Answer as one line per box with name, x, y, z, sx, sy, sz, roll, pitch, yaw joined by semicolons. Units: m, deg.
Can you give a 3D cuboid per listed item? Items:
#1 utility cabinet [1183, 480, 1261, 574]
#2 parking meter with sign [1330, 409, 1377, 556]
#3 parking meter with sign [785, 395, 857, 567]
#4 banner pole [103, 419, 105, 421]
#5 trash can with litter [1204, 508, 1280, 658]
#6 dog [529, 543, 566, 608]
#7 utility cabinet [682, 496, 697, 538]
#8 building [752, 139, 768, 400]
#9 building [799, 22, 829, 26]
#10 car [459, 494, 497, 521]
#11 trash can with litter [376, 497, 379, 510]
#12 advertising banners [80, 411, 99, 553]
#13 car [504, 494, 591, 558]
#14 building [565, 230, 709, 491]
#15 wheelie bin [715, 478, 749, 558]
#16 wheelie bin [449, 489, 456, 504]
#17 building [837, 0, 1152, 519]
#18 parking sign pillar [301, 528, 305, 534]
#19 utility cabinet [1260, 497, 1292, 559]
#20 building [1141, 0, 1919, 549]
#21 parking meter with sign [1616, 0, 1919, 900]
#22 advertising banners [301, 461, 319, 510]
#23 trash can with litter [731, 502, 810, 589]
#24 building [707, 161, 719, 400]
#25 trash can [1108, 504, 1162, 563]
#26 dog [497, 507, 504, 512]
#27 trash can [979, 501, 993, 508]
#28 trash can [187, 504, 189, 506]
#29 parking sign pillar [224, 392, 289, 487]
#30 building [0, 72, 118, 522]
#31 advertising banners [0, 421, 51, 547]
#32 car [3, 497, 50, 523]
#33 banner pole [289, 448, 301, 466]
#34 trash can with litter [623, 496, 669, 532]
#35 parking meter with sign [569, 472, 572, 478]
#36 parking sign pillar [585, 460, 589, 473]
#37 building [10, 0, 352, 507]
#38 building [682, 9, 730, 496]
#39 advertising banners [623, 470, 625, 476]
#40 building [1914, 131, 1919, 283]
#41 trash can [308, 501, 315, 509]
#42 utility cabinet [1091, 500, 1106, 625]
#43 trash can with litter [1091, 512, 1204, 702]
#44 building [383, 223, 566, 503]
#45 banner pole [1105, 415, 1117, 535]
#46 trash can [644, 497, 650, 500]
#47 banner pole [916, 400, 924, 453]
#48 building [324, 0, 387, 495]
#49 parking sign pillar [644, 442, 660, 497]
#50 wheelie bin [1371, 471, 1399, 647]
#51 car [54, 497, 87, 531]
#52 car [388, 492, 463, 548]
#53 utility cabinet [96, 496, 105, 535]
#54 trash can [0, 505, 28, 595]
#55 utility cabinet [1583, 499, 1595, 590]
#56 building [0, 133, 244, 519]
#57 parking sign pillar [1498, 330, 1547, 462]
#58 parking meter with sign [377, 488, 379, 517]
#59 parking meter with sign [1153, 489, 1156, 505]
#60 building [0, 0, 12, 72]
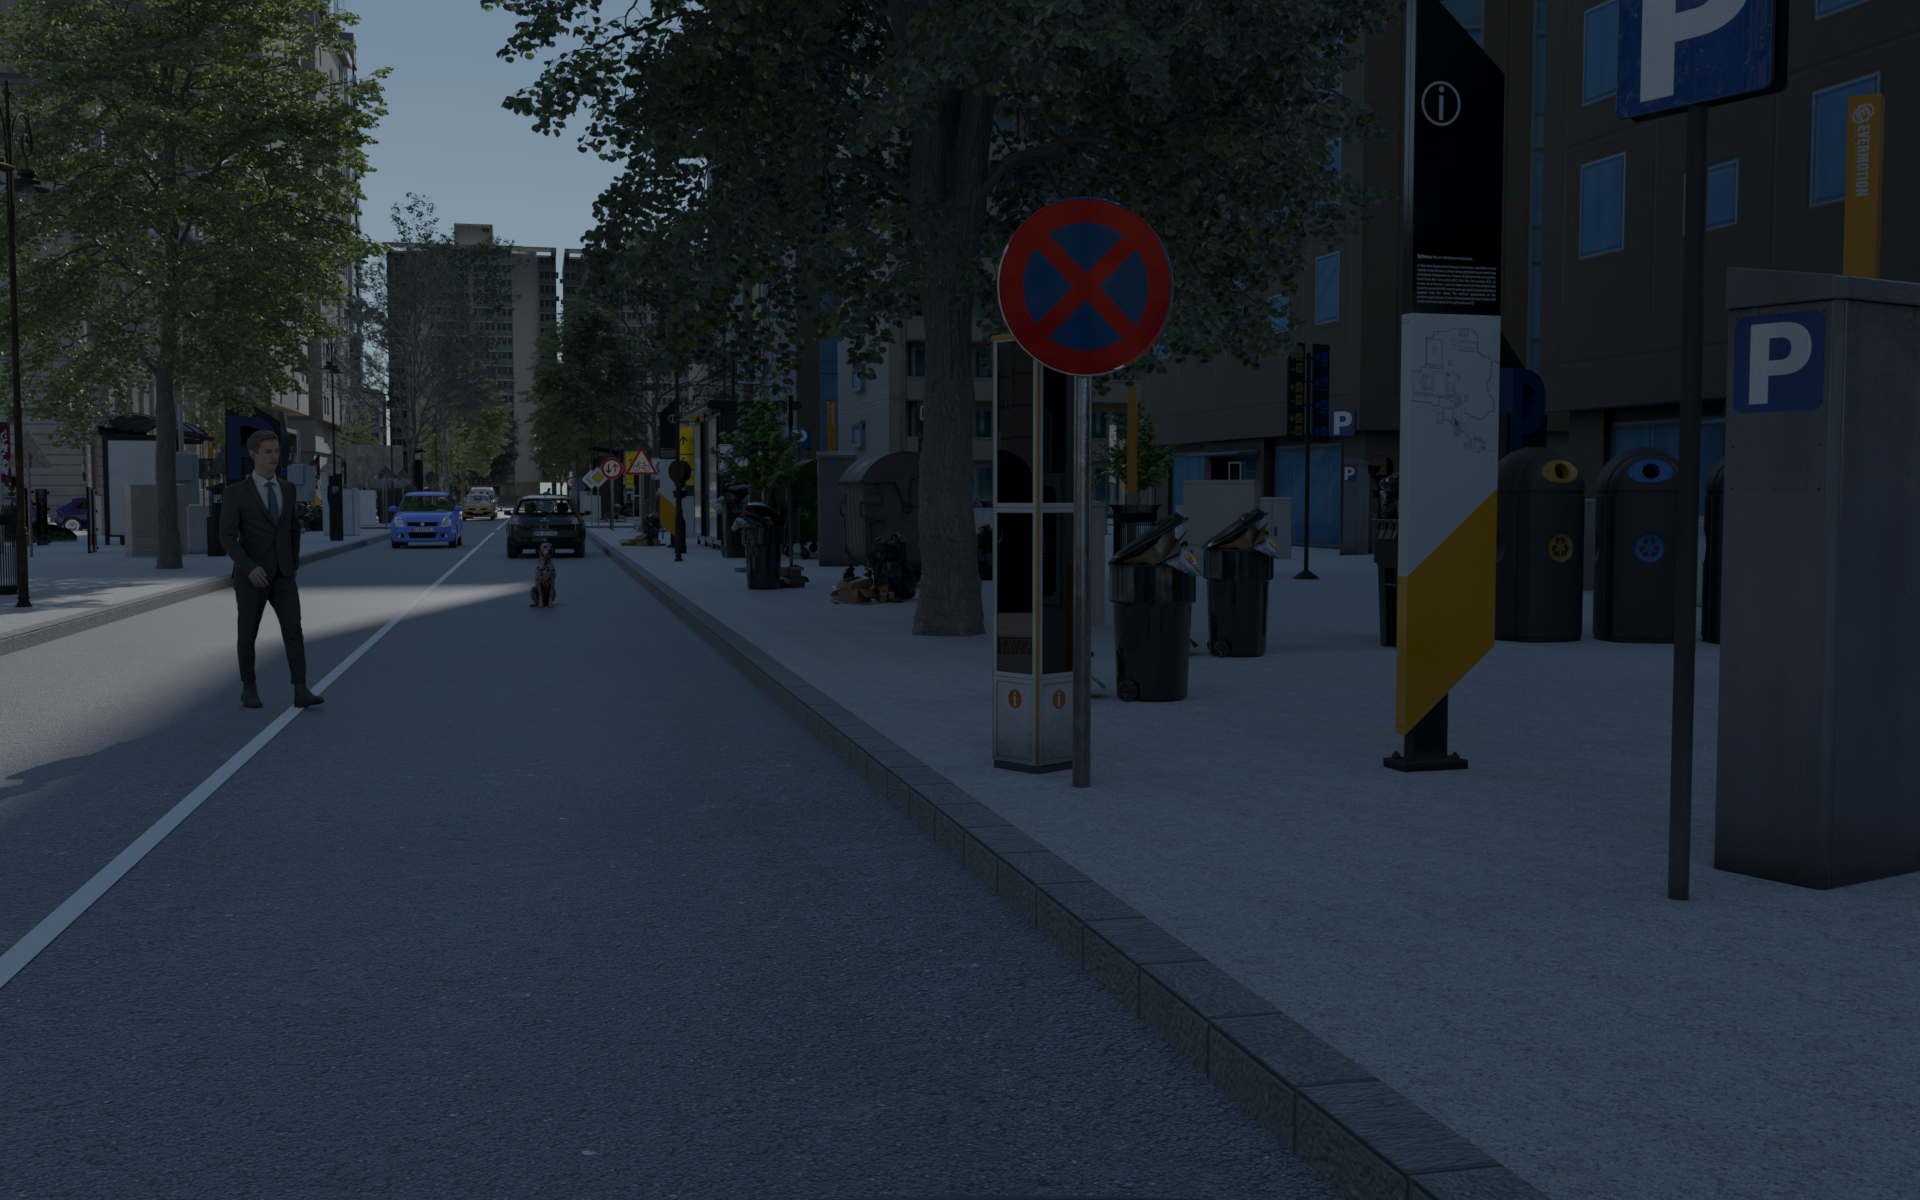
utility cabinet;4.126;-1.139;27.303;1.173;1.500;0.318;2;4;28
parking meter with sign;8.362;-2.465;36.564;0.543;3.016;1.738;2;4;33
parking meter with sign;-2.172;-2.107;30.711;1.738;3.016;0.543;0;4;-7
banner pole;-27.732;-4.081;56.749;0.863;3.779;0.401;-3;5;-44
trash can with litter;1.964;-0.141;13.696;1.055;1.170;0.624;0;4;1
dog;-5.217;-0.321;22.079;0.513;0.831;0.800;1;4;19
utility cabinet;-7.706;-2.401;50.425;1.020;1.237;0.306;2;4;25
building;-9.872;-27.857;139.048;14.154;41.232;14.086;-1;4;-14
building;-13.841;-31.097;158.544;14.600;45.320;14.200;-1;4;-14
car;-26.397;-5.176;94.853;2.015;1.641;3.980;-1;4;-15
trash can with litter;-34.797;-5.575;102.208;2.233;1.210;1.678;0;4;-6
advertising banners;-18.884;-2.529;37.541;0.090;3.025;2.074;-1;4;-20
car;-9.606;-1.866;40.300;2.009;1.686;4.222;-1;4;-12
building;-47.050;-34.632;258.112;23.993;40.220;32.217;-1;4;-14
wheelie bin;-4.427;-1.652;34.913;0.980;1.594;0.693;-1;4;-15
wheelie bin;-34.703;-6.675;117.046;0.980;1.594;0.693;3;4;37
building;4.128;-29.004;97.923;21.600;48.544;21.300;-1;4;-14
parking sign pillar;-21.952;-4.125;55.922;1.447;3.967;1.447;-2;4;-28
utility cabinet;6.013;-1.408;34.190;1.020;1.237;0.306;0;4;-1
building;13.778;-24.169;45.268;14.600;45.320;14.200;-1;4;-14
parking meter with sign;2.982;-0.586;5.834;1.738;3.016;0.543;-2;4;-32
advertising banners;-34.525;-5.794;90.914;0.090;3.025;2.074;3;4;38
trash can with litter;-2.561;-0.746;23.580;0.624;1.170;1.055;2;4;33
building;-17.489;-31.937;172.279;14.600;45.320;14.200;-1;4;-14
trash can;2.419;-0.752;23.950;0.748;1.137;0.748;0;3;0
dog;-37.277;-7.337;140.150;0.748;0.427;0.550;-2;4;-25
trash can;0.769;-1.527;36.618;0.748;1.137;0.748;0;3;0
trash can;-40.443;-4.797;90.081;0.748;1.137;0.748;0;3;0
parking sign pillar;-17.713;-3.362;43.444;1.447;3.967;1.447;-1;4;-18
building;-48.544;-15.115;88.929;13.314;21.916;24.055;-1;4;-14
advertising banners;-22.986;-2.834;42.516;0.090;3.025;2.074;0;4;3
car;-35.001;-3.040;62.283;3.894;1.354;1.945;-1;4;-16
banner pole;-35.846;-6.324;93.422;0.401;3.779;0.863;1;4;22
trash can with litter;-10.080;-2.893;58.359;2.233;1.210;1.678;1;4;14
parking meter with sign;-29.475;-8.450;134.412;0.543;3.016;1.738;2;4;35
parking sign pillar;-27.194;-8.469;126.934;1.447;3.967;1.447;-1;4;-22
building;-79.272;-36.230;181.599;27.495;52.752;28.713;-1;4;-14
building;-19.455;-53.889;193.762;22.319;86.520;31.000;-1;4;-14
advertising banners;-24.581;-7.883;125.075;0.090;3.025;2.074;-3;4;-36
building;18.420;-22.843;23.590;14.600;45.320;14.200;-1;4;-14
trash can;-42.330;-6.217;113.309;0.748;1.137;0.748;0;3;0
utility cabinet;0.902;-0.355;16.965;1.020;1.237;0.306;-1;4;-18
trash can with litter;0.960;0.035;10.810;1.055;1.170;0.624;0;4;6
building;-70.445;-34.245;251.779;23.993;40.220;32.217;-1;4;-14
banner pole;4.762;-3.970;54.934;0.401;3.779;0.863;2;4;34
trash can;-13.825;-3.974;76.630;0.748;1.137;0.748;0;3;0
banner pole;-0.595;-3.100;40.708;0.863;3.779;0.401;0;4;0
building;-96.036;-56.593;237.972;31.000;86.520;22.319;-1;4;-14
parking sign pillar;-14.237;-5.646;80.780;1.447;3.967;1.447;-2;4;-25
wheelie bin;3.844;-0.398;14.422;0.693;1.594;0.980;-1;4;-14
car;-30.444;-3.059;62.601;3.894;1.354;1.945;-1;4;-12
car;-14.479;-2.293;47.075;1.945;1.707;3.694;-1;4;-13
utility cabinet;-26.864;-2.625;54.076;1.020;1.237;0.306;3;5;40
trash can;-12.311;-0.640;22.123;0.748;1.137;0.748;0;3;0
utility cabinet;8.408;-0.743;23.308;1.020;1.237;0.306;-2;4;-35
building;-54.582;-16.537;112.174;13.314;21.916;24.055;-1;4;-14
parking sign pillar;8.701;-2.366;27.151;1.447;3.967;1.447;-3;5;-44
parking meter with sign;-32.917;-6.056;95.274;1.738;3.016;0.543;-1;4;-15
parking meter with sign;6.967;-3.880;59.700;0.543;3.016;1.738;2;4;23
building;-71.673;-34.183;148.132;28.713;52.752;27.495;-1;4;-14
